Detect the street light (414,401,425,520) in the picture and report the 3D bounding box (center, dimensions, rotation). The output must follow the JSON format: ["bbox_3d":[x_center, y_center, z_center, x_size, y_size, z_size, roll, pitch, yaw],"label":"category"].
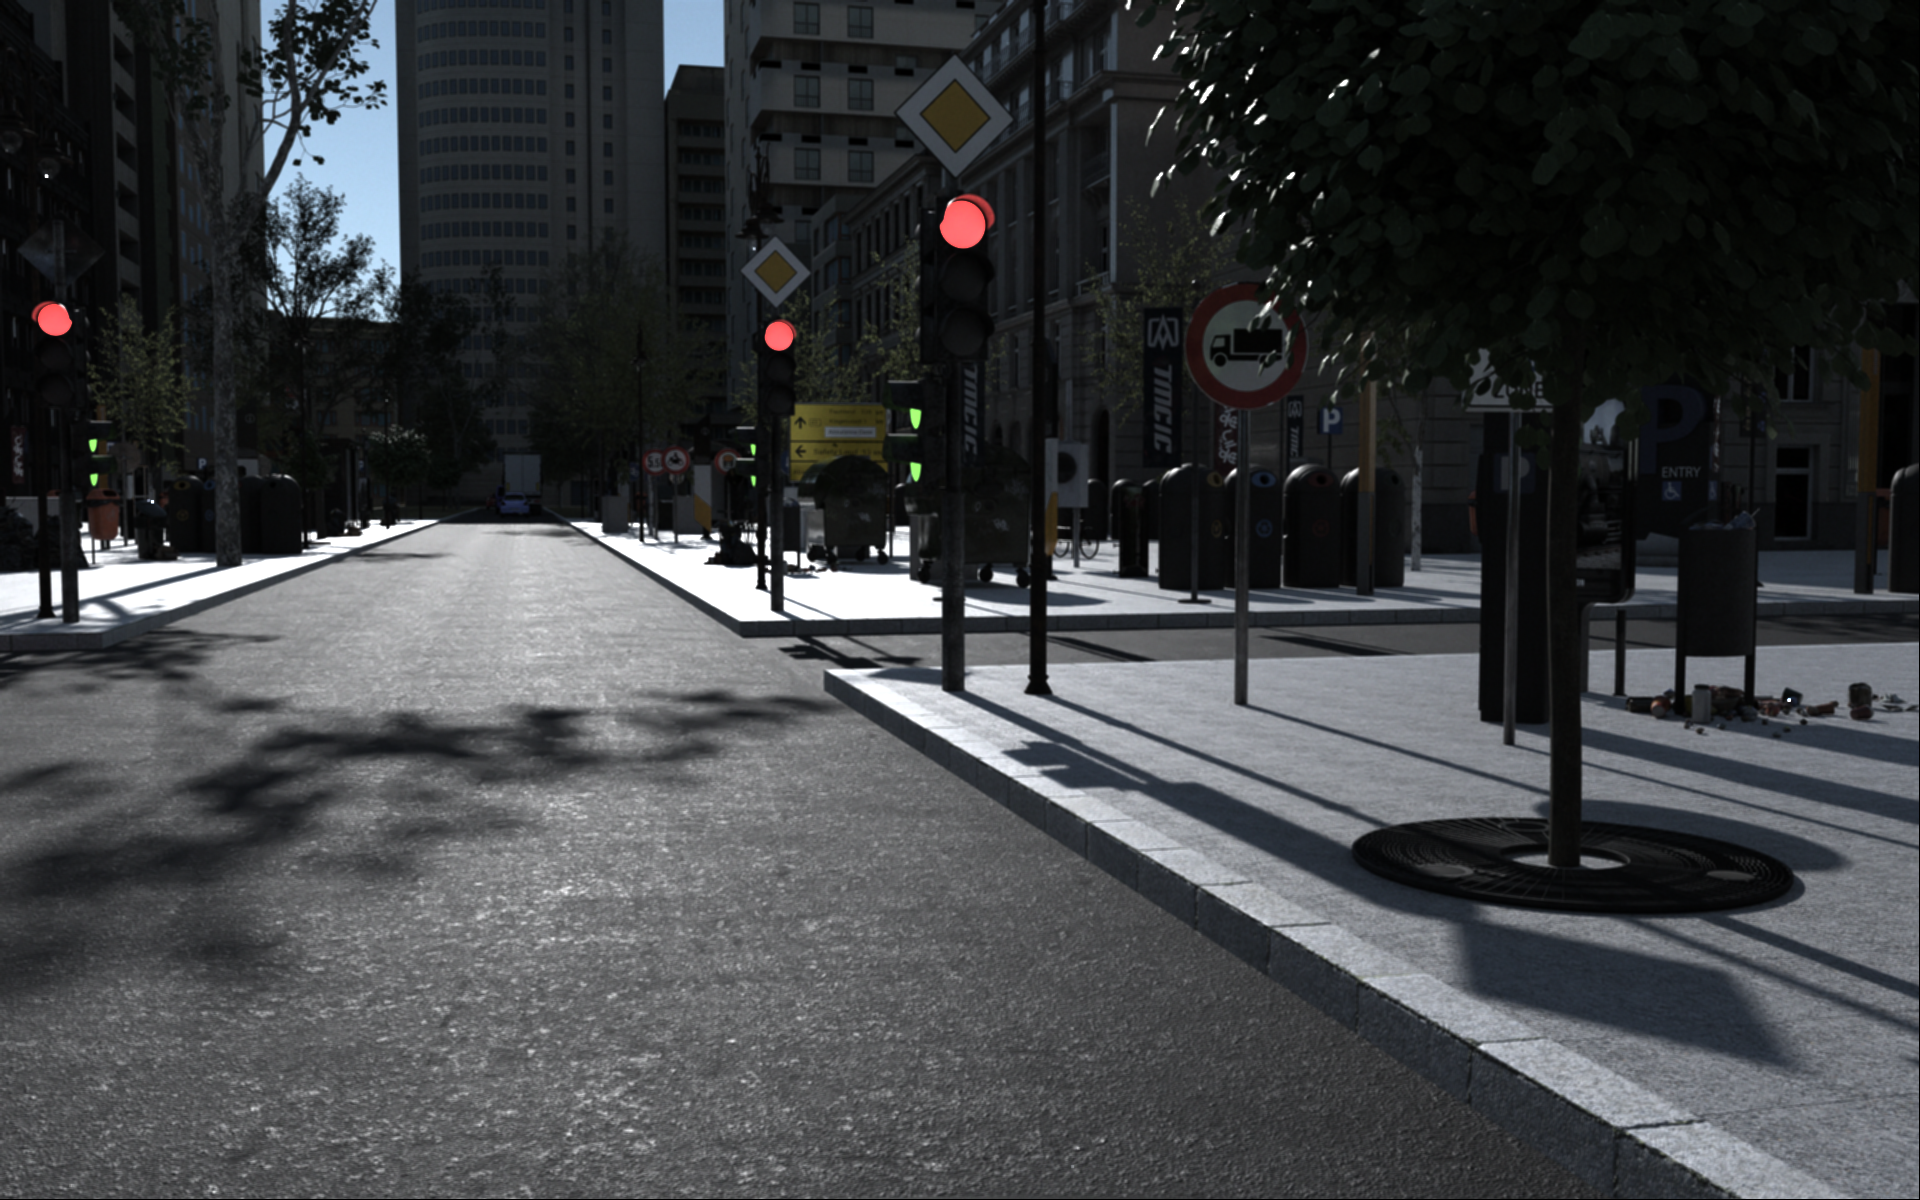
[{"bbox_3d":[-26.881,-6.933,86.149,0.468,5.910,1.993,-1,4,-14],"label":"street light"}]

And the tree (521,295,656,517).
[{"bbox_3d":[-20.427,-10.967,97.433,7.486,12.596,7.792,0,3,0],"label":"tree"}]

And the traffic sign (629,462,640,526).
[{"bbox_3d":[-13.107,-4.221,69.115,0.768,2.556,0.104,-1,4,-12],"label":"traffic sign"}]

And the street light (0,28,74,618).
[{"bbox_3d":[-9.489,-2.753,17.807,0.468,5.910,1.993,-1,4,-14],"label":"street light"}]

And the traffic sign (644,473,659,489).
[{"bbox_3d":[-15.854,-5.446,89.146,0.768,2.556,0.104,-1,4,-9],"label":"traffic sign"}]

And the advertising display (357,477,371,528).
[{"bbox_3d":[-22.419,-3.667,65.175,0.123,1.923,0.974,-3,5,-39],"label":"advertising display"}]

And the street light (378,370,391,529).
[{"bbox_3d":[-20.894,-5.523,63.084,0.468,5.910,1.993,-1,4,-14],"label":"street light"}]

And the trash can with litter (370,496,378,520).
[{"bbox_3d":[-29.732,-4.571,85.798,2.233,1.210,1.678,0,4,-5],"label":"trash can with litter"}]

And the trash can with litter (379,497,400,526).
[{"bbox_3d":[-23.087,-3.588,70.050,0.624,1.170,1.055,0,4,-1],"label":"trash can with litter"}]

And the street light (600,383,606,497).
[{"bbox_3d":[-14.183,-5.871,68.784,0.468,5.910,1.993,-1,4,-14],"label":"street light"}]

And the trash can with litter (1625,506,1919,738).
[{"bbox_3d":[4.819,0.057,10.122,2.233,1.210,1.678,-1,4,-18],"label":"trash can with litter"}]

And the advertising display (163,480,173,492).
[{"bbox_3d":[-37.061,-4.644,81.140,0.974,1.923,0.123,3,5,44],"label":"advertising display"}]

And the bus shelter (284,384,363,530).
[{"bbox_3d":[-24.187,-5.404,65.993,2.179,5.291,8.768,-1,4,-14],"label":"bus shelter"}]

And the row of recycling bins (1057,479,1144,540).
[{"bbox_3d":[4.204,-2.534,48.545,3.534,1.692,1.069,0,4,-8],"label":"row of recycling bins"}]

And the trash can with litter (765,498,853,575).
[{"bbox_3d":[-2.487,-1.071,28.565,1.678,1.210,2.233,3,5,40],"label":"trash can with litter"}]

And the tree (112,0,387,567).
[{"bbox_3d":[-11.537,-10.664,30.241,12.611,20.169,13.585,0,3,0],"label":"tree"}]

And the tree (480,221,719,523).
[{"bbox_3d":[-15.963,-10.212,77.333,12.009,13.543,11.850,0,3,0],"label":"tree"}]

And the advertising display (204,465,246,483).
[{"bbox_3d":[-16.679,-2.089,39.361,0.123,1.923,0.974,2,4,35],"label":"advertising display"}]

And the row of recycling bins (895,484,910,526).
[{"bbox_3d":[-3.608,-3.926,71.307,3.534,1.692,1.069,1,4,21],"label":"row of recycling bins"}]

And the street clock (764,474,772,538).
[{"bbox_3d":[-5.691,-2.794,50.257,0.471,2.002,0.358,-1,4,-10],"label":"street clock"}]

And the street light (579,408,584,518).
[{"bbox_3d":[-19.920,-7.245,91.244,0.468,5.910,1.993,-1,4,-14],"label":"street light"}]

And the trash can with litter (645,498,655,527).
[{"bbox_3d":[-11.803,-3.397,66.928,0.624,1.170,1.055,-1,4,-20],"label":"trash can with litter"}]

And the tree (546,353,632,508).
[{"bbox_3d":[-18.646,-8.430,88.187,4.360,8.622,3.978,0,3,0],"label":"tree"}]

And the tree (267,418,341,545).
[{"bbox_3d":[-16.503,-3.026,44.070,1.663,3.219,1.824,0,3,0],"label":"tree"}]

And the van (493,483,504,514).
[{"bbox_3d":[-32.744,-7.417,125.656,2.240,2.365,5.245,-1,4,-15],"label":"van"}]

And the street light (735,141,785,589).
[{"bbox_3d":[-2.678,-3.082,23.185,0.468,5.910,1.993,-1,4,-14],"label":"street light"}]

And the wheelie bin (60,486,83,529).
[{"bbox_3d":[-32.735,-3.406,63.604,0.693,1.594,0.980,1,4,13],"label":"wheelie bin"}]

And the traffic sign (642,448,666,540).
[{"bbox_3d":[-8.507,-2.956,48.435,0.768,2.556,0.104,0,4,-7],"label":"traffic sign"}]

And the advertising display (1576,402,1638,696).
[{"bbox_3d":[3.925,-0.372,11.301,0.123,1.923,0.974,-3,5,-40],"label":"advertising display"}]

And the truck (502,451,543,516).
[{"bbox_3d":[-29.725,-7.880,117.743,2.839,4.237,11.283,-1,4,-14],"label":"truck"}]

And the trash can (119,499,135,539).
[{"bbox_3d":[-23.808,-2.331,49.773,0.748,1.137,0.748,0,3,0],"label":"trash can"}]

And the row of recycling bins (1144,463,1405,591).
[{"bbox_3d":[4.408,-1.020,23.784,3.534,1.692,1.069,-1,4,-16],"label":"row of recycling bins"}]

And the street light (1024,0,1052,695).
[{"bbox_3d":[0.503,-2.336,10.981,0.468,5.910,1.993,-1,4,-14],"label":"street light"}]

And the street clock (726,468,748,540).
[{"bbox_3d":[-6.157,-2.626,47.503,0.471,2.002,0.358,0,4,2],"label":"street clock"}]

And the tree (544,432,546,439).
[{"bbox_3d":[-36.148,-12.687,157.787,4.360,8.622,3.978,0,3,0],"label":"tree"}]

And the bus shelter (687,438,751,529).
[{"bbox_3d":[-9.249,-4.385,65.624,2.014,3.302,5.546,-1,4,-14],"label":"bus shelter"}]

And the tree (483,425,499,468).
[{"bbox_3d":[-47.743,-14.110,165.117,8.767,10.594,7.601,0,4,5],"label":"tree"}]

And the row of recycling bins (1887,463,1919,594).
[{"bbox_3d":[13.804,-0.976,23.069,3.534,1.692,1.069,-1,4,-21],"label":"row of recycling bins"}]

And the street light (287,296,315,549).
[{"bbox_3d":[-15.390,-4.146,40.571,0.468,5.910,1.993,-1,4,-14],"label":"street light"}]

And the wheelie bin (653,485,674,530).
[{"bbox_3d":[-10.715,-3.345,62.605,0.980,1.594,0.693,-2,4,-28],"label":"wheelie bin"}]

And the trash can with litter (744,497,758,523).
[{"bbox_3d":[-9.200,-3.992,76.655,1.055,1.170,0.624,2,4,29],"label":"trash can with litter"}]

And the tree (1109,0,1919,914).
[{"bbox_3d":[2.163,-1.357,5.904,4.285,4.588,4.351,0,3,0],"label":"tree"}]

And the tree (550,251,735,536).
[{"bbox_3d":[-9.274,-6.253,52.607,4.737,8.622,4.395,0,3,0],"label":"tree"}]

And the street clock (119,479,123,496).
[{"bbox_3d":[-40.790,-4.881,84.367,0.358,2.002,0.471,-1,4,-20],"label":"street clock"}]

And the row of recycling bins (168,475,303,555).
[{"bbox_3d":[-15.763,-1.869,37.675,3.534,1.692,1.069,2,4,24],"label":"row of recycling bins"}]

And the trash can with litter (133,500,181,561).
[{"bbox_3d":[-15.593,-1.368,33.756,1.055,1.170,0.624,2,4,32],"label":"trash can with litter"}]

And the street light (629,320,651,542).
[{"bbox_3d":[-8.540,-4.497,46.306,0.468,5.910,1.993,-1,4,-14],"label":"street light"}]

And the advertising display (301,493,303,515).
[{"bbox_3d":[-22.324,-3.218,57.826,0.974,1.923,0.123,0,4,6],"label":"advertising display"}]

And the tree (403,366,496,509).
[{"bbox_3d":[-44.730,-14.303,151.981,7.486,12.596,7.792,0,3,0],"label":"tree"}]
